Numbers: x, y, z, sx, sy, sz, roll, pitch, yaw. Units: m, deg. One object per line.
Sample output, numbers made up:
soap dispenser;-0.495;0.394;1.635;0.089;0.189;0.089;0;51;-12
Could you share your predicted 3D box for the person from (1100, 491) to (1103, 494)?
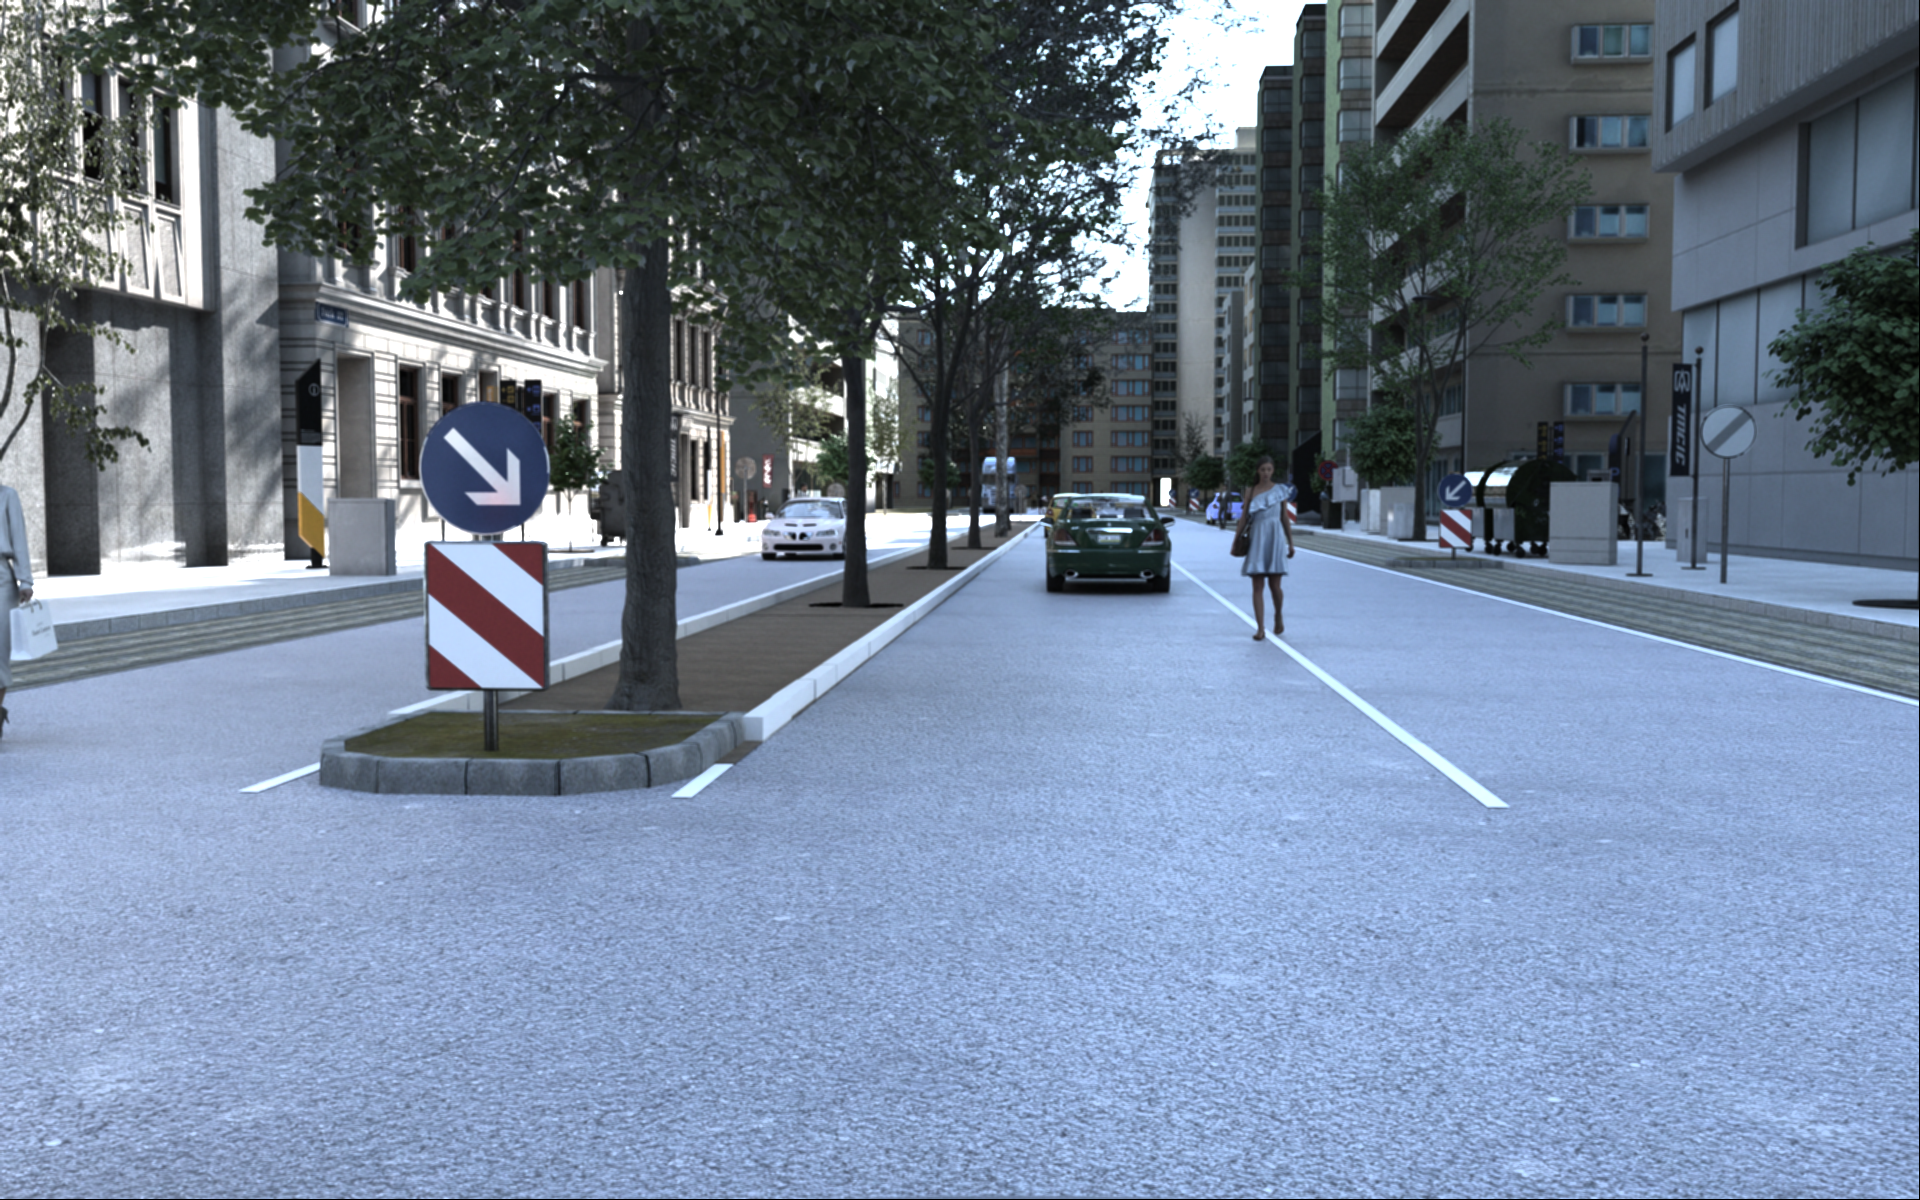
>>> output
person;12.623;-8.966;155.915;0.721;1.723;1.217;-1;4;-22

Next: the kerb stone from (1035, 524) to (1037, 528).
kerb stone;2.899;-2.852;68.831;0.120;0.150;1.000;0;4;4

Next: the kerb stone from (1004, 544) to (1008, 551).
kerb stone;1.037;-1.224;42.204;0.120;0.150;1.000;0;4;4

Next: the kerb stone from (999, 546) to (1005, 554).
kerb stone;0.904;-1.098;40.163;0.120;0.150;1.000;0;4;4

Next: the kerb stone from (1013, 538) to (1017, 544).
kerb stone;1.406;-1.526;47.333;0.120;0.150;1.000;0;4;4

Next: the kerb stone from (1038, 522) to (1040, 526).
kerb stone;3.187;-3.102;72.917;0.120;0.150;1.000;0;4;4

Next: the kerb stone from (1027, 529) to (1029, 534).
kerb stone;2.184;-2.227;58.601;0.120;0.150;1.000;0;4;4

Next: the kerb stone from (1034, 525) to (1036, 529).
kerb stone;2.755;-2.727;66.781;0.120;0.150;1.000;0;4;4

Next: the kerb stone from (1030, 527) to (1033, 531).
kerb stone;2.477;-2.476;62.695;0.120;0.150;1.000;0;4;4

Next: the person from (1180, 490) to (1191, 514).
person;15.346;-6.565;116.560;1.217;1.735;0.721;-2;4;-27

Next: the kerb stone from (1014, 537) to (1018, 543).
kerb stone;1.471;-1.601;48.365;0.120;0.150;1.000;0;4;4

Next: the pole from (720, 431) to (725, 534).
pole;-7.706;-3.801;55.992;0.158;3.312;0.155;0;3;0

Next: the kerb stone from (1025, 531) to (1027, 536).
kerb stone;2.043;-2.101;56.540;0.120;0.150;1.000;0;4;4

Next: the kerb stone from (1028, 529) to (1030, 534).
kerb stone;2.252;-2.287;59.627;0.120;0.150;1.000;0;4;4

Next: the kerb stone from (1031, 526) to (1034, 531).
kerb stone;2.542;-2.539;63.715;0.120;0.150;1.000;0;4;4

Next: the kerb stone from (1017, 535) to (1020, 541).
kerb stone;1.609;-1.718;50.410;0.120;0.150;1.000;0;4;4

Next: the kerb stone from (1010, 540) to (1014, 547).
kerb stone;1.256;-1.411;45.269;0.120;0.150;1.000;0;4;4

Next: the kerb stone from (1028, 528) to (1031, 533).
kerb stone;2.329;-2.352;60.647;0.120;0.150;1.000;0;4;4

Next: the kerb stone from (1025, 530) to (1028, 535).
kerb stone;2.114;-2.163;57.572;0.120;0.150;1.000;0;4;4

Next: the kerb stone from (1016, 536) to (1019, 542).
kerb stone;1.540;-1.663;49.390;0.120;0.150;1.000;0;4;4

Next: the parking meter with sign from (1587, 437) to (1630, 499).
parking meter with sign;19.806;-3.515;53.735;1.738;3.016;0.543;1;4;17

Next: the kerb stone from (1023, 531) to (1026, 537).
kerb stone;1.971;-2.038;55.513;0.120;0.150;1.000;0;4;4

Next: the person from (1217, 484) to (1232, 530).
person;10.624;-3.737;69.567;0.622;1.834;0.822;1;4;19

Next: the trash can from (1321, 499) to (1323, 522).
trash can;16.427;-4.081;78.370;0.748;1.137;0.748;0;3;0

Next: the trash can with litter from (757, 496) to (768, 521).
trash can with litter;-9.648;-4.344;82.415;1.055;1.170;0.624;0;4;-1

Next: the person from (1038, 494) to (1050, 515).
person;5.839;-6.637;120.198;0.799;1.438;0.628;-2;4;-33

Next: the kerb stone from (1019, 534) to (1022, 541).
kerb stone;1.682;-1.786;51.429;0.120;0.150;1.000;0;4;4

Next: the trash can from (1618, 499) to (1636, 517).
trash can;19.384;-2.388;50.701;0.748;1.137;0.748;0;3;0

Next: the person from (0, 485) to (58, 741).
person;-5.443;-0.054;9.734;0.694;1.780;0.624;0;4;5

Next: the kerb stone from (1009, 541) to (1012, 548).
kerb stone;1.191;-1.349;44.246;0.120;0.150;1.000;0;4;4

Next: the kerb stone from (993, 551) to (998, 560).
kerb stone;0.681;-0.911;37.092;0.120;0.150;1.000;0;4;4

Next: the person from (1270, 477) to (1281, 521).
person;7.135;-1.907;39.704;0.581;1.822;0.654;2;4;24

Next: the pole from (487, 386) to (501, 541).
pole;-8.823;-2.383;32.800;0.158;3.312;0.155;0;3;0

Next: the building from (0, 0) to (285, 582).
building;-19.496;-12.514;22.627;12.078;24.808;19.932;0;4;4

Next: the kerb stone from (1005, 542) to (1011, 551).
kerb stone;1.119;-1.286;43.226;0.120;0.150;1.000;0;4;4

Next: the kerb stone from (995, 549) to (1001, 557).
kerb stone;0.755;-0.973;38.111;0.120;0.150;1.000;0;4;4

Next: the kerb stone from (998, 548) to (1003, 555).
kerb stone;0.823;-1.032;39.142;0.120;0.150;1.000;0;4;4

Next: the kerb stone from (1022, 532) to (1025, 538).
kerb stone;1.902;-1.975;54.489;0.120;0.150;1.000;0;4;4

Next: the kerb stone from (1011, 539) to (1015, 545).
kerb stone;1.327;-1.475;46.305;0.120;0.150;1.000;0;4;4

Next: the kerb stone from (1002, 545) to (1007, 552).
kerb stone;0.971;-1.161;41.183;0.120;0.150;1.000;0;4;4

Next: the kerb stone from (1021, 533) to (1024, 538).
kerb stone;1.824;-1.913;53.469;0.120;0.150;1.000;0;4;4

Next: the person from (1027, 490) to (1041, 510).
person;6.789;-9.195;158.926;1.348;1.812;0.705;0;4;-1

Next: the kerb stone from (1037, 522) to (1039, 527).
kerb stone;3.106;-3.040;71.896;0.120;0.150;1.000;0;4;4

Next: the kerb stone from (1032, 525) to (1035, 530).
kerb stone;2.683;-2.664;65.760;0.120;0.150;1.000;0;4;4

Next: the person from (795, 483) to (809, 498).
person;-5.271;-3.011;58.006;0.850;1.792;0.678;3;4;38

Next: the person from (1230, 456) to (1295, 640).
person;3.019;-0.530;17.258;0.616;1.811;0.778;1;4;22

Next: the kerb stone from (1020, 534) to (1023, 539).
kerb stone;1.757;-1.850;52.449;0.120;0.150;1.000;0;4;4
